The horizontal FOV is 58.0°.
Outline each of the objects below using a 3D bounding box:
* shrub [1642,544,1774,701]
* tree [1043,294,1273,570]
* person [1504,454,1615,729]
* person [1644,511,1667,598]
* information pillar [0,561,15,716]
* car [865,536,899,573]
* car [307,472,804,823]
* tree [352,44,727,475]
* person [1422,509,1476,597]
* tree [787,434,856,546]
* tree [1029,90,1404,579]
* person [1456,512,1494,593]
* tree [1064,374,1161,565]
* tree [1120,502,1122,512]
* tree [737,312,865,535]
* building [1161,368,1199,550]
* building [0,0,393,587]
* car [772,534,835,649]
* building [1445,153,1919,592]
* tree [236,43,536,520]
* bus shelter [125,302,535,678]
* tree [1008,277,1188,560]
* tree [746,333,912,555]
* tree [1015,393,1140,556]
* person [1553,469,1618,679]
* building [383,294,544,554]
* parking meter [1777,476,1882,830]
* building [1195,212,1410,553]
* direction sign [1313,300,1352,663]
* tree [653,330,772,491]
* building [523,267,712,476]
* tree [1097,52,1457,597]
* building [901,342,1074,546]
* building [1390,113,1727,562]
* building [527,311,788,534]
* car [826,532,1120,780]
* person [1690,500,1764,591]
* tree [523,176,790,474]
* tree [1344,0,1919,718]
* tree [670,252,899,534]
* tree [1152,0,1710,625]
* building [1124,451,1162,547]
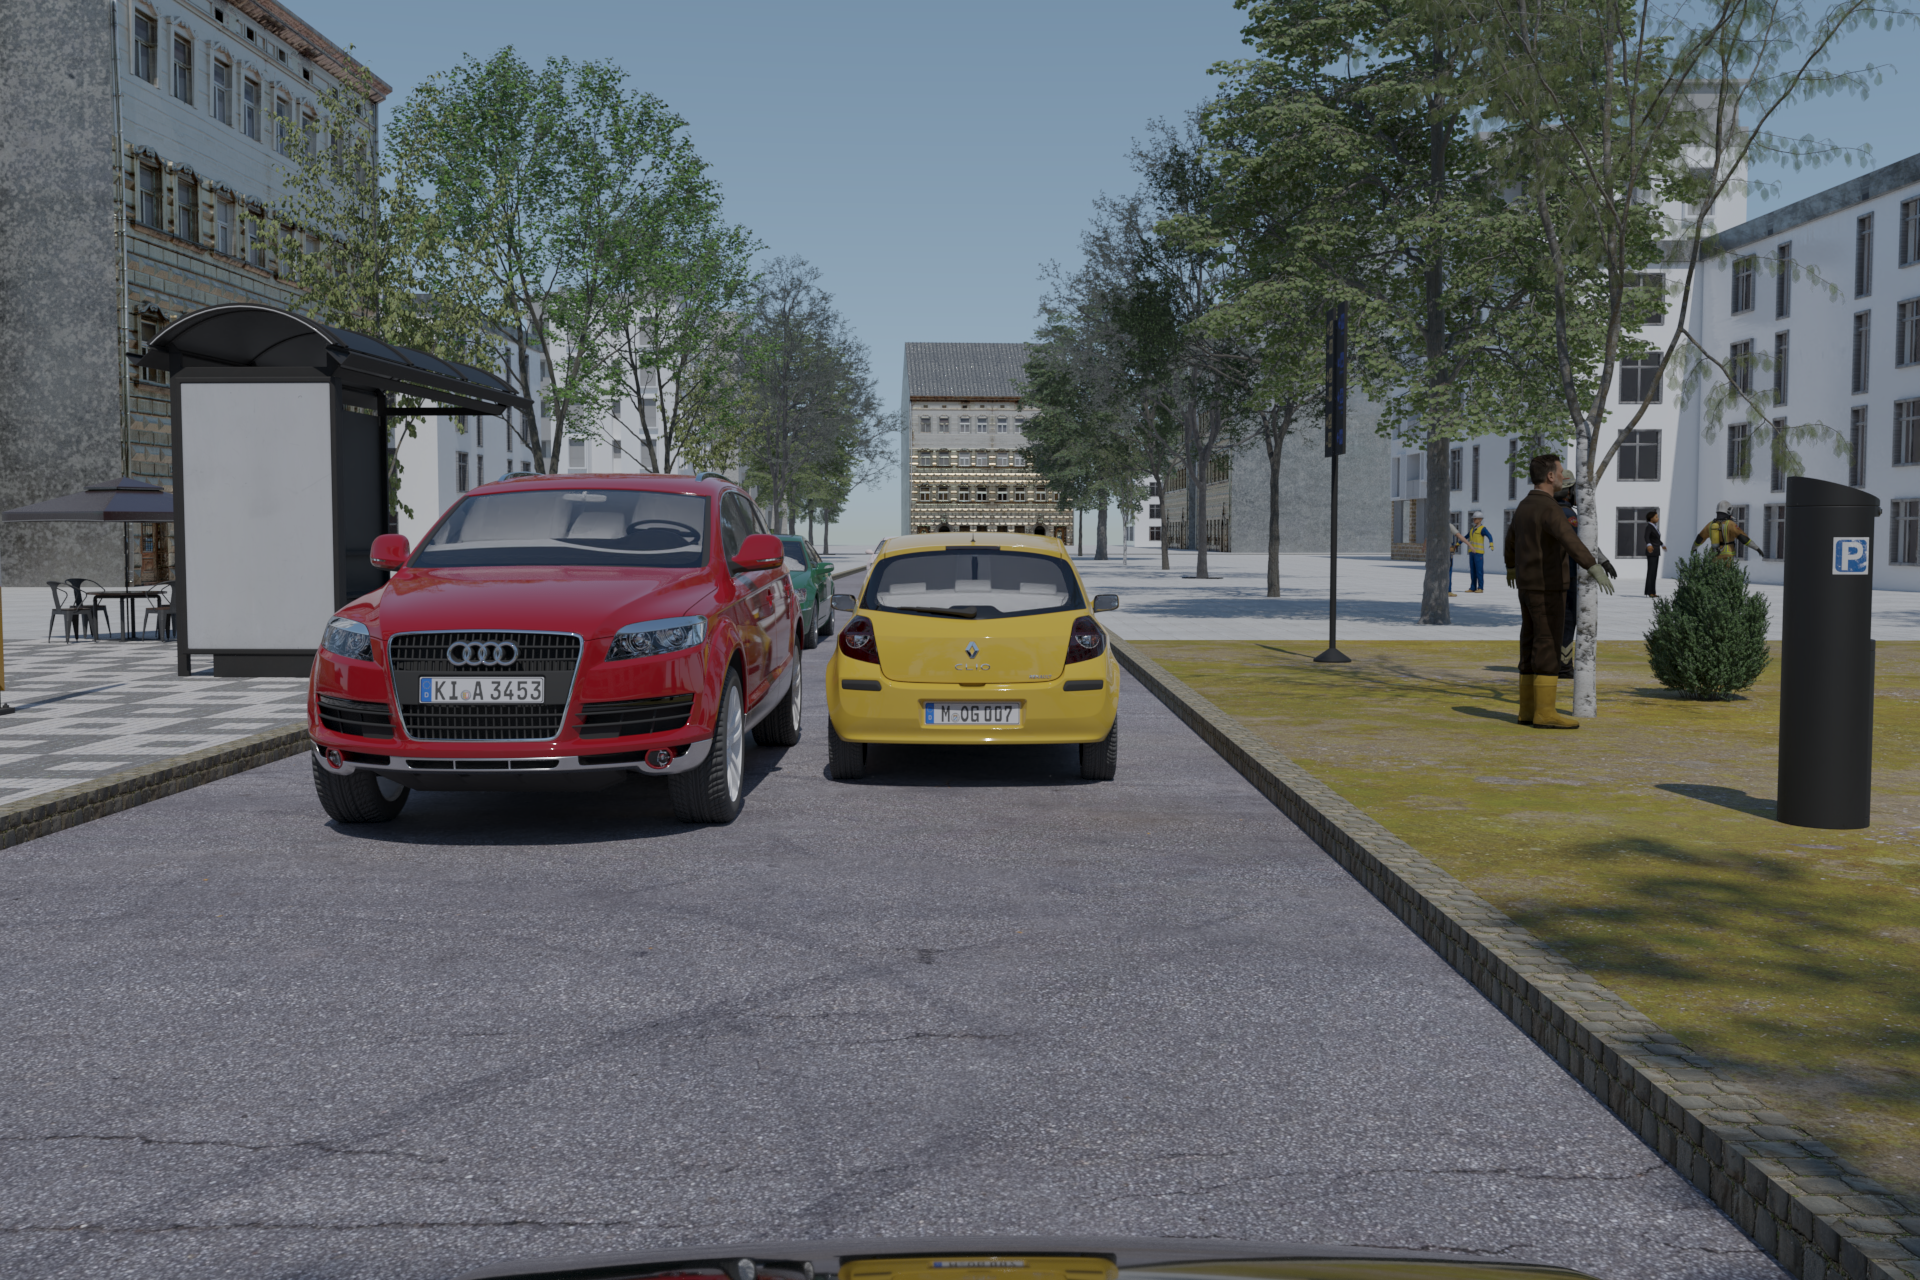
[{"bbox_3d":[5.804,-0.143,13.451,1.383,1.207,1.383,0,3,0],"label":"shrub"},{"bbox_3d":[7.358,-7.807,62.051,8.767,10.594,7.601,0,4,-6],"label":"tree"},{"bbox_3d":[3.905,-0.329,11.514,0.704,1.812,1.346,-1,4,-8],"label":"person"},{"bbox_3d":[14.034,-1.724,34.901,0.721,1.740,1.216,3,4,36],"label":"person"},{"bbox_3d":[-6.856,-1.265,12.038,0.183,3.616,0.504,0,3,0],"label":"information pillar"},{"bbox_3d":[-1.566,-2.197,48.286,2.083,1.381,4.827,0,4,1],"label":"car"},{"bbox_3d":[-2.112,-0.098,10.275,2.281,1.827,5.304,0,4,0],"label":"car"},{"bbox_3d":[-8.666,-6.756,36.210,9.928,11.665,9.643,0,3,0],"label":"tree"},{"bbox_3d":[9.957,-1.813,35.493,0.705,1.847,1.347,-2,4,-34],"label":"person"},{"bbox_3d":[-16.480,-17.464,192.185,9.857,13.997,8.962,0,3,0],"label":"tree"},{"bbox_3d":[6.853,-8.485,49.095,12.009,13.543,11.850,0,3,0],"label":"tree"},{"bbox_3d":[11.209,-1.914,37.763,0.721,1.772,1.216,-2,4,-25],"label":"person"},{"bbox_3d":[7.021,-7.398,71.323,4.360,8.622,3.978,0,3,0],"label":"tree"},{"bbox_3d":[19.876,-14.771,191.874,4.360,8.622,3.978,0,3,0],"label":"tree"},{"bbox_3d":[-8.375,-10.457,89.092,7.486,12.596,7.792,0,3,0],"label":"tree"},{"bbox_3d":[27.796,-19.486,149.527,19.493,23.208,18.063,0,3,0],"label":"building"},{"bbox_3d":[-29.081,-13.401,50.043,19.493,23.208,18.063,0,4,1],"label":"building"},{"bbox_3d":[-2.696,-0.692,23.115,2.131,1.459,4.920,0,4,0],"label":"car"},{"bbox_3d":[21.903,-6.581,49.743,9.099,9.664,28.070,0,4,0],"label":"building"},{"bbox_3d":[-8.966,-4.697,27.163,4.737,8.622,4.395,0,3,0],"label":"tree"},{"bbox_3d":[-6.181,-1.469,17.947,2.014,3.302,5.546,0,4,2],"label":"bus shelter"},{"bbox_3d":[6.936,-10.898,84.831,9.857,13.997,8.962,0,3,0],"label":"tree"},{"bbox_3d":[-8.046,-11.922,105.287,12.009,13.543,11.850,0,3,0],"label":"tree"},{"bbox_3d":[6.703,-10.062,98.921,8.767,10.594,7.601,2,4,32],"label":"tree"},{"bbox_3d":[5.378,-0.591,15.448,0.705,1.856,1.354,-1,4,-12],"label":"person"},{"bbox_3d":[-22.423,-8.108,74.707,9.099,9.664,28.070,0,4,1],"label":"building"},{"bbox_3d":[3.833,0.047,7.649,0.372,1.533,0.369,0,3,0],"label":"parking meter"},{"bbox_3d":[27.708,-18.061,126.231,19.493,23.208,18.063,0,4,1],"label":"building"},{"bbox_3d":[3.740,-1.547,17.292,0.379,3.537,0.876,0,4,1],"label":"direction sign"},{"bbox_3d":[-8.868,-6.731,60.422,4.737,8.622,4.395,0,3,0],"label":"tree"},{"bbox_3d":[-24.489,-16.264,122.337,16.016,20.090,11.380,0,4,1],"label":"building"},{"bbox_3d":[6.112,-6.135,34.719,7.601,10.594,8.767,-3,5,-42],"label":"tree"},{"bbox_3d":[2.752,-22.287,197.773,18.063,23.208,19.493,0,4,-5],"label":"building"},{"bbox_3d":[26.477,-13.940,84.343,16.016,20.090,11.380,0,4,0],"label":"building"},{"bbox_3d":[-25.634,-17.564,153.628,16.747,18.905,31.486,0,4,1],"label":"building"},{"bbox_3d":[0.095,-0.080,11.530,2.015,1.641,3.980,0,4,1],"label":"car"},{"bbox_3d":[12.954,-1.444,29.377,0.705,1.858,1.354,-2,4,-32],"label":"person"},{"bbox_3d":[-8.626,-7.590,49.857,9.928,11.665,9.643,0,3,0],"label":"tree"},{"bbox_3d":[4.435,-3.778,12.141,4.360,8.622,3.978,0,3,0],"label":"tree"},{"bbox_3d":[-7.919,-10.083,75.235,12.009,13.543,11.850,0,3,0],"label":"tree"},{"bbox_3d":[6.653,-6.521,24.747,7.486,12.596,7.792,0,3,0],"label":"tree"},{"bbox_3d":[22.019,-14.192,174.188,9.099,9.664,28.070,0,4,1],"label":"building"}]
